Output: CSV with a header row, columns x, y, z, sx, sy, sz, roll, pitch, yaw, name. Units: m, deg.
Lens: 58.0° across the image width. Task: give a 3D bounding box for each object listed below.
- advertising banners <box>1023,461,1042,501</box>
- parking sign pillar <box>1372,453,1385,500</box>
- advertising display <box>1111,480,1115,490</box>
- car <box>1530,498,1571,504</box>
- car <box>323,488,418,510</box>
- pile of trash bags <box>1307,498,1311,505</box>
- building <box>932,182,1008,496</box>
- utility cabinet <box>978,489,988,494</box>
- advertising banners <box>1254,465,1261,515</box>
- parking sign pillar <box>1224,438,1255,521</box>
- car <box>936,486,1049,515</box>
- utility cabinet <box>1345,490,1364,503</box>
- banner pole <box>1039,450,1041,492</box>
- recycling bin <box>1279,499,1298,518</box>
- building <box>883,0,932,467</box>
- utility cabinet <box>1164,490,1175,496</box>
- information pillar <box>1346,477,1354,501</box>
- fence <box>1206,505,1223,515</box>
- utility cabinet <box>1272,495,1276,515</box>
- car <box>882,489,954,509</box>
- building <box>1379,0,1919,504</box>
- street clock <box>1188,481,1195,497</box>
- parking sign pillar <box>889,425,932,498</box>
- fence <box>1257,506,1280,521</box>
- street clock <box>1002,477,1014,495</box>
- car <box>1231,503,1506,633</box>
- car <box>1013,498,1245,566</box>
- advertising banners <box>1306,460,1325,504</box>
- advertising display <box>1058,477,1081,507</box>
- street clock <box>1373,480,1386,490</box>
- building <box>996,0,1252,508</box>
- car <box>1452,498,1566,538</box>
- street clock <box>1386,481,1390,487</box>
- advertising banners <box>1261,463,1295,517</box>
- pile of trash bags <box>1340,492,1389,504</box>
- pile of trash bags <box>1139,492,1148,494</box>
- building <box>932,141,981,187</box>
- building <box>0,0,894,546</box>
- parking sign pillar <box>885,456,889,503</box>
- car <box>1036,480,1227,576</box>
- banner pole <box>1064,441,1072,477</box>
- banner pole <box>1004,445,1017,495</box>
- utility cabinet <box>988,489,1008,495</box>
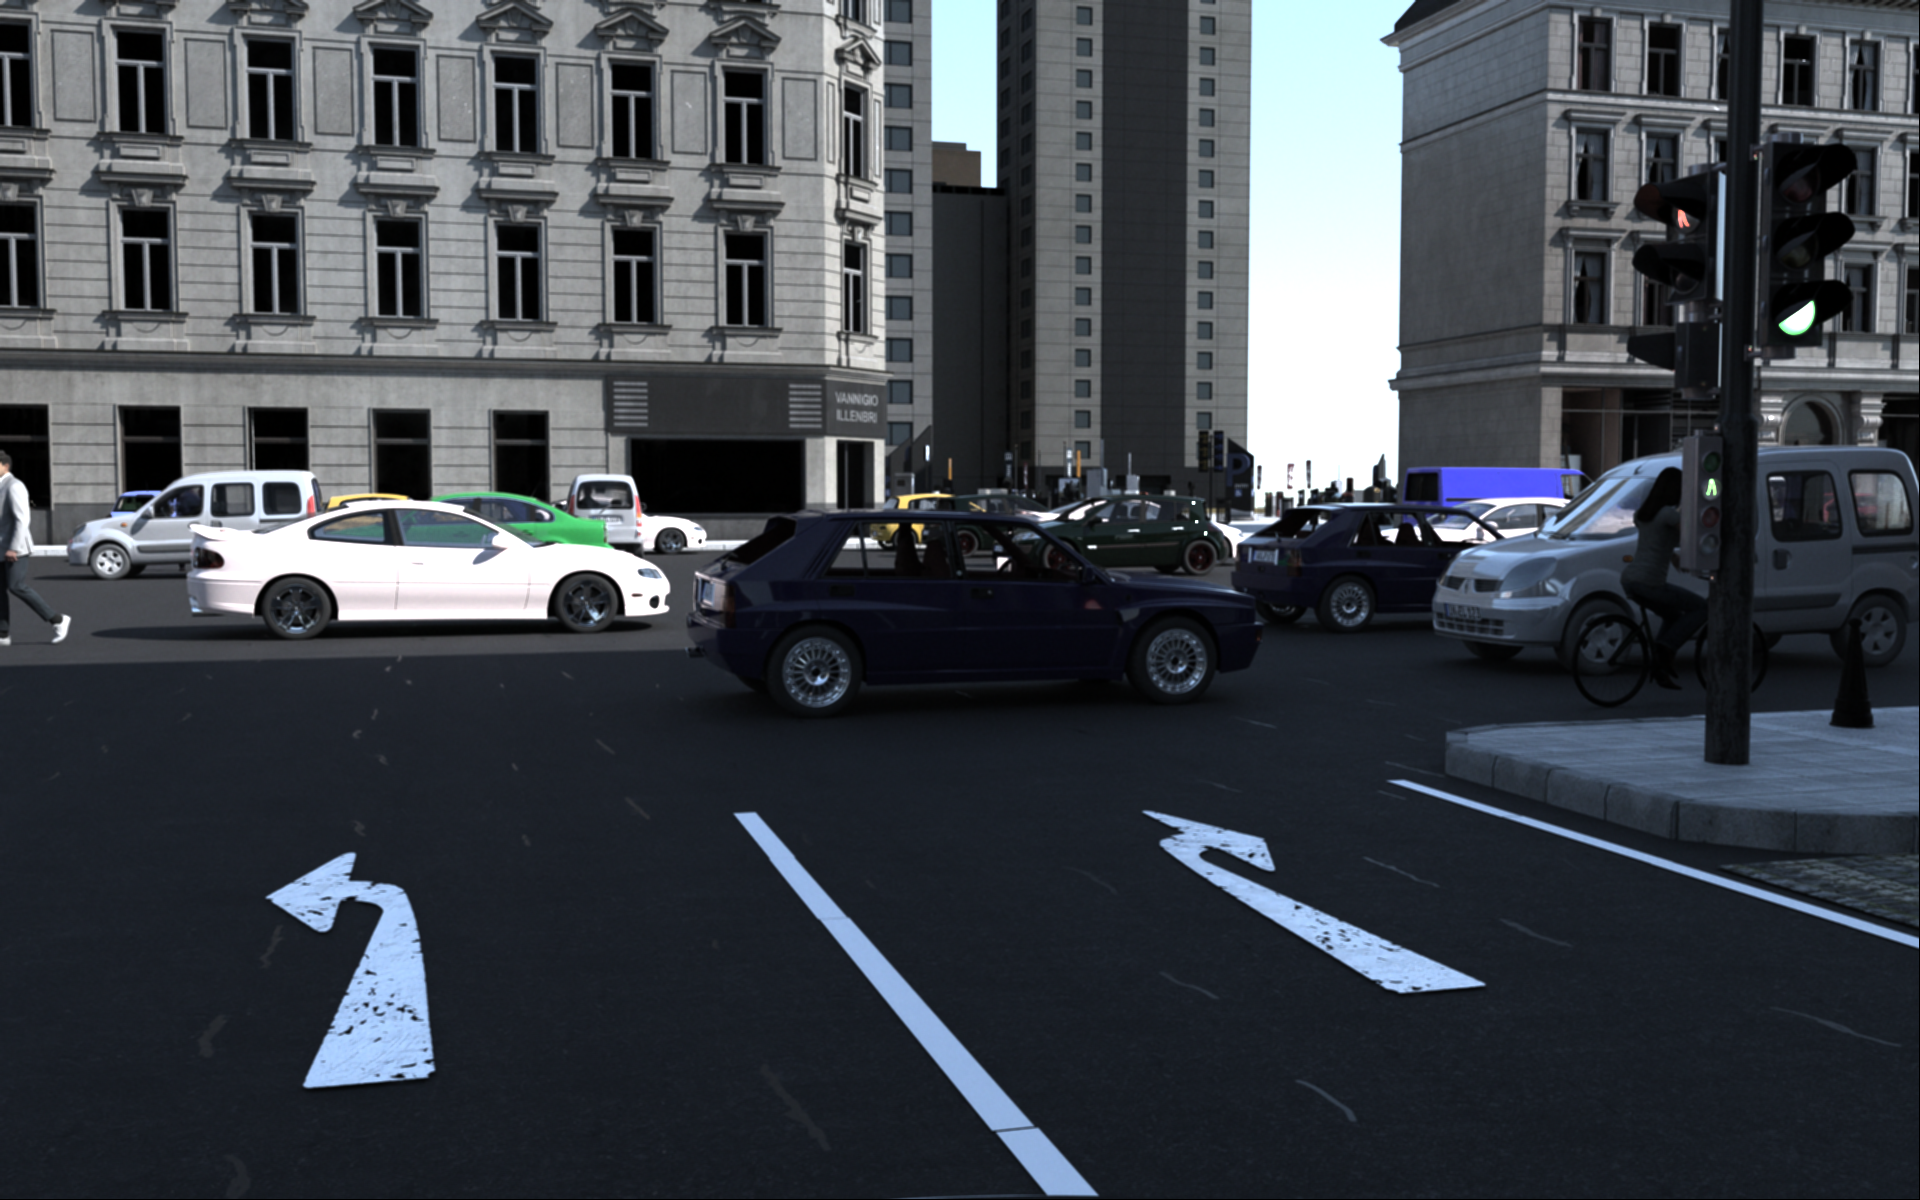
x,y,z,sx,sy,sz,roll,pitch,yaw,name
3.869,-5.893,92.538,0.090,3.025,2.074,-2,4,-26,advertising banners
27.458,-7.658,113.682,1.447,3.967,1.447,2,4,30,parking sign pillar
6.592,-4.460,78.136,0.123,1.923,0.974,-3,5,-41,advertising display
10.014,-1.156,31.257,4.827,1.381,2.083,-1,4,-15,car
-12.989,-1.829,40.129,3.980,1.641,2.015,-1,4,-14,car
23.235,-6.198,111.086,1.912,1.369,3.447,1,4,18,pile of trash bags
-4.172,-23.974,163.680,14.107,30.474,14.160,-1,4,-16,building
1.084,-4.006,74.183,0.318,1.500,1.173,-1,4,-16,utility cabinet
17.772,-6.674,105.307,0.090,3.025,2.074,-1,4,-23,advertising banners
13.322,-5.749,82.473,1.447,3.967,1.447,2,4,28,parking sign pillar
1.193,-1.836,39.810,4.222,1.686,2.009,-1,4,-16,car
20.786,-5.023,90.810,1.173,1.500,0.318,2,4,34,utility cabinet
4.521,-6.614,98.158,0.401,3.779,0.863,0,4,0,banner pole
17.637,-4.922,93.027,0.722,1.027,0.722,-3,4,-36,recycling bin
-14.403,-41.607,118.524,20.563,71.187,20.611,-1,4,-16,building
12.541,-5.804,103.580,0.318,1.500,1.173,-1,4,-13,utility cabinet
17.184,-4.392,76.307,0.304,2.012,0.304,1,4,21,information pillar
12.855,-4.625,91.000,2.069,0.683,0.278,-1,4,-11,fence
19.678,-5.949,108.434,1.020,1.237,0.306,0,4,-3,utility cabinet
-0.283,-2.082,44.272,3.980,1.641,2.015,-1,4,-17,car
18.221,-12.683,58.280,40.483,20.767,10.553,-1,4,-16,building
13.052,-5.693,97.652,0.358,2.002,0.471,-1,4,-17,street clock
-1.639,-4.819,67.262,1.447,3.967,1.447,3,4,36,parking sign pillar
14.991,-4.211,84.228,0.278,0.683,2.069,-1,4,-22,fence
2.079,-4.307,74.995,0.358,2.002,0.471,-3,5,-43,street clock
5.025,-0.388,18.931,3.894,1.354,1.945,-1,4,-16,car
3.415,-1.373,34.811,4.827,1.381,2.083,-1,4,-15,car
18.081,-5.614,87.975,0.090,3.025,2.074,-1,4,-18,advertising banners
4.144,-3.699,65.692,0.974,1.923,0.123,2,4,35,advertising display
21.750,-5.231,90.094,0.471,2.002,0.358,1,4,22,street clock
13.741,-44.355,163.463,20.611,71.187,20.563,-1,4,-16,building
8.402,-0.924,27.477,4.827,1.381,2.083,-1,4,-15,car
22.904,-5.415,93.097,0.358,2.002,0.471,2,4,35,street clock
18.060,-6.220,97.886,2.074,3.025,0.090,-2,4,-25,advertising banners
16.723,-3.831,72.384,1.912,1.369,3.447,-1,4,-11,pile of trash bags
8.395,-5.070,92.641,3.447,1.369,1.912,0,4,6,pile of trash bags
-6.076,-34.760,218.431,14.200,45.320,14.600,-1,4,-16,building
-24.352,-16.720,49.790,44.131,29.872,17.030,-1,4,-16,building
-2.912,-5.691,81.523,1.447,3.967,1.447,-3,5,-43,parking sign pillar
2.669,-1.282,30.745,4.222,1.686,2.009,-1,4,-15,car
5.113,-5.650,82.399,0.401,3.779,0.863,3,4,37,banner pole
2.627,-6.006,88.207,0.863,3.779,0.401,1,4,23,banner pole
1.591,-3.769,70.304,0.318,1.500,1.173,-1,4,-21,utility cabinet
